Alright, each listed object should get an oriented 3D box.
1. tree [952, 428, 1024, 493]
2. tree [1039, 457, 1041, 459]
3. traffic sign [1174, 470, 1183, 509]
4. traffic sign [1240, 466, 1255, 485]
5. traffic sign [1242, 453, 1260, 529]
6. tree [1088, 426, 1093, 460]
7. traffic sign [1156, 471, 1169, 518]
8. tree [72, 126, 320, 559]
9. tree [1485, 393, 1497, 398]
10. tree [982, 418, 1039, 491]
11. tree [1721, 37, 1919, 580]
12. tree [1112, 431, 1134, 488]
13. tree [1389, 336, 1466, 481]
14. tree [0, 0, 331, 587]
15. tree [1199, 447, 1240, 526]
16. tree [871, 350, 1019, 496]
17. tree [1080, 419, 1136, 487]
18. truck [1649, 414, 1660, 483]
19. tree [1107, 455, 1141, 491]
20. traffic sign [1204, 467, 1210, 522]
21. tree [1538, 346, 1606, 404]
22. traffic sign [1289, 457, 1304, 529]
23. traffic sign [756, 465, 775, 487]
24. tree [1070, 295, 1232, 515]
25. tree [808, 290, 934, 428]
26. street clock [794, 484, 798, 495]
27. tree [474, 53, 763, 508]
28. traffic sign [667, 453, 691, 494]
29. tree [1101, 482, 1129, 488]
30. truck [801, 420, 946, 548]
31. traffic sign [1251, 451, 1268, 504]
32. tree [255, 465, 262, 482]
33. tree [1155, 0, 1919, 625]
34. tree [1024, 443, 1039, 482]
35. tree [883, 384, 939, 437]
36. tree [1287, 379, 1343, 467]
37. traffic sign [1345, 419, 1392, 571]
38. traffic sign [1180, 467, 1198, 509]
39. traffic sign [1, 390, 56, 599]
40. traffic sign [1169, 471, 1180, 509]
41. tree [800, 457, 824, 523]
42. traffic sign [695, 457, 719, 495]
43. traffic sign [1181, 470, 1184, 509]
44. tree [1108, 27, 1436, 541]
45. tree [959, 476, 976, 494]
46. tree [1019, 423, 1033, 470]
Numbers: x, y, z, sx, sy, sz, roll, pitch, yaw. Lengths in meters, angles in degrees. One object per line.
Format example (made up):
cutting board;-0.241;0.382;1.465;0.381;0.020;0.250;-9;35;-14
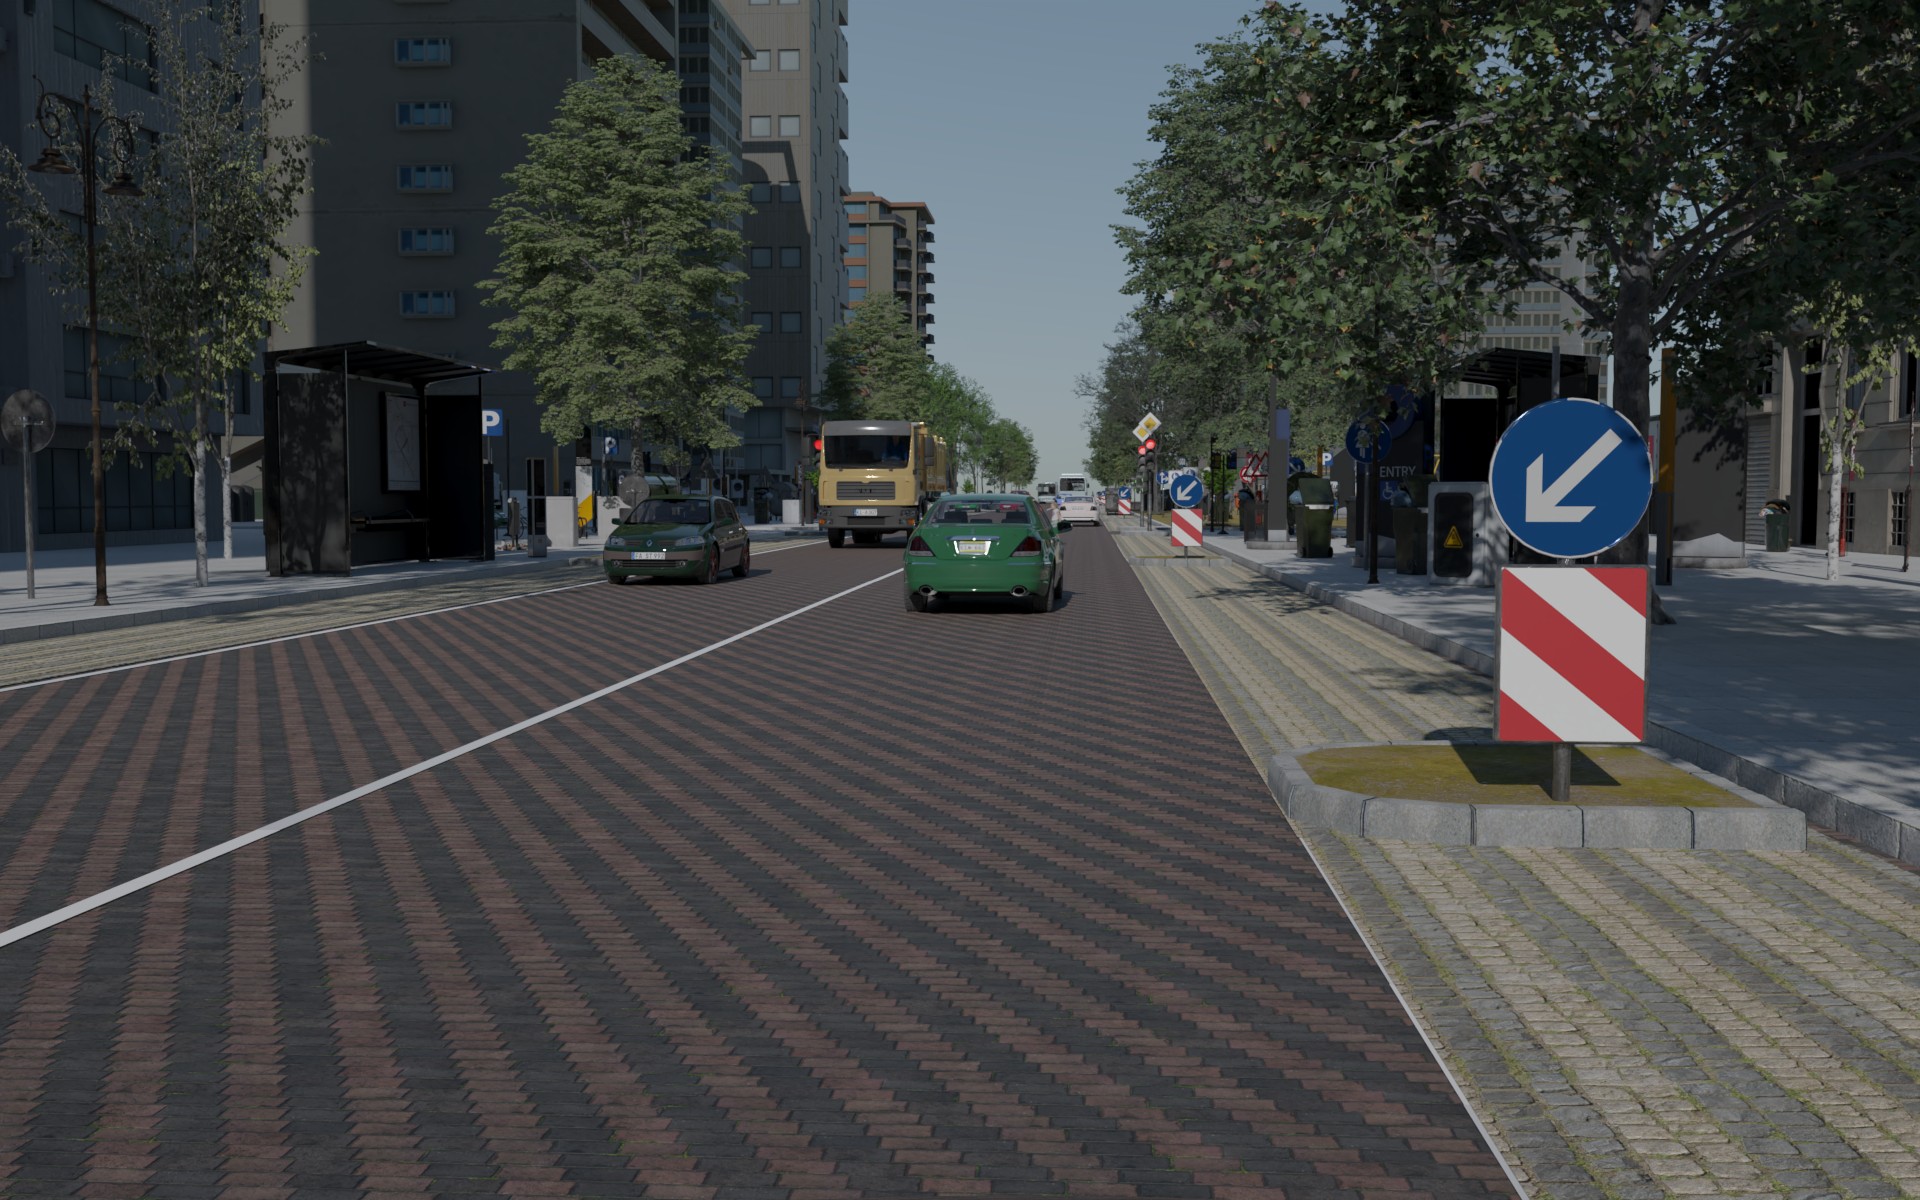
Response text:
tree;2.386;-16.455;203.446;7.601;10.594;8.767;-1;4;-13
tree;10.294;-23.512;302.543;7.486;12.596;7.792;0;3;0
traffic sign;11.398;-5.550;90.841;0.768;2.556;0.104;0;4;7
traffic sign;13.002;-4.776;78.186;0.768;2.556;0.104;0;4;8
traffic sign;9.312;-3.336;54.550;0.884;2.594;0.081;0;4;8
tree;14.293;-13.332;124.627;9.857;13.997;8.962;0;3;0
traffic sign;11.041;-5.750;94.122;0.768;2.556;0.104;0;4;7
tree;-14.761;-5.125;34.153;4.737;8.622;4.395;0;3;0
tree;37.152;-10.442;121.086;4.737;8.622;4.395;0;3;0
tree;7.015;-20.691;256.431;7.486;12.596;7.792;0;3;0
tree;13.255;-4.598;25.542;4.737;8.622;4.395;0;3;0
tree;17.405;-13.949;178.432;4.737;8.622;4.395;0;3;0
tree;19.799;-7.717;76.527;4.360;8.622;3.978;0;3;0
tree;-10.696;-4.486;23.708;4.360;8.622;3.978;0;3;0
tree;10.843;-4.749;72.252;1.663;3.219;1.824;0;3;0
tree;-2.828;-12.203;125.272;9.928;11.665;9.643;0;3;0
tree;19.741;-17.922;210.031;9.611;12.733;9.660;0;3;0
truck;30.160;-4.459;61.824;11.283;4.237;2.839;0;4;3
tree;21.357;-16.896;226.616;4.360;8.622;3.978;0;3;0
traffic sign;11.612;-4.935;80.801;0.768;2.556;0.104;1;4;13
tree;29.449;-8.267;85.520;4.737;8.622;4.395;0;3;0
traffic sign;11.429;-3.621;59.308;0.768;2.556;0.104;1;4;10
traffic sign;-8.701;-4.736;77.435;0.884;2.594;0.081;1;4;8
tree;11.977;-12.010;106.737;12.009;13.543;11.850;0;3;0
tree;-4.838;-10.929;96.811;7.486;12.596;7.792;0;3;0
street clock;-11.407;-7.083;120.371;0.358;2.002;0.471;-1;4;-15
tree;-8.934;-7.790;45.487;7.486;12.596;7.792;0;3;0
traffic sign;-8.436;-3.167;51.892;0.768;2.556;0.104;1;4;12
tree;26.453;-22.739;289.905;7.486;12.596;7.792;0;3;0
truck;-2.083;-3.204;48.307;3.469;3.379;9.791;0;4;5
traffic sign;9.326;-3.238;52.941;0.884;2.594;0.081;0;4;5
tree;-21.129;-3.648;54.245;1.663;3.219;1.824;0;3;0
tree;6.768;-6.114;16.972;9.611;12.733;9.660;0;3;0
tree;9.408;-21.467;285.402;7.601;10.594;8.767;1;4;17
tree;-3.274;-9.886;112.005;4.737;8.622;4.395;0;3;0
tree;21.079;-9.541;106.361;4.737;8.622;4.395;0;3;0
traffic sign;6.806;-1.764;28.944;0.768;2.556;0.104;1;4;9
traffic sign;8.852;-3.934;66.453;0.606;2.300;0.079;1;4;13
traffic sign;-11.383;-1.287;21.151;0.768;2.556;0.104;1;4;12
traffic sign;9.476;-4.530;76.199;0.606;2.300;0.079;1;4;8
tree;-5.914;-5.019;76.668;1.663;3.219;1.824;0;3;0
traffic sign;-8.731;-3.654;59.753;0.884;2.594;0.081;1;4;13
traffic sign;11.813;-5.607;91.776;0.768;2.556;0.104;1;4;11
tree;8.653;-8.559;46.602;9.857;13.997;8.962;0;3;0
tree;0.696;-10.905;172.905;1.663;3.219;1.824;0;3;0
tree;-0.555;-13.845;152.124;9.928;11.665;9.643;0;3;0
